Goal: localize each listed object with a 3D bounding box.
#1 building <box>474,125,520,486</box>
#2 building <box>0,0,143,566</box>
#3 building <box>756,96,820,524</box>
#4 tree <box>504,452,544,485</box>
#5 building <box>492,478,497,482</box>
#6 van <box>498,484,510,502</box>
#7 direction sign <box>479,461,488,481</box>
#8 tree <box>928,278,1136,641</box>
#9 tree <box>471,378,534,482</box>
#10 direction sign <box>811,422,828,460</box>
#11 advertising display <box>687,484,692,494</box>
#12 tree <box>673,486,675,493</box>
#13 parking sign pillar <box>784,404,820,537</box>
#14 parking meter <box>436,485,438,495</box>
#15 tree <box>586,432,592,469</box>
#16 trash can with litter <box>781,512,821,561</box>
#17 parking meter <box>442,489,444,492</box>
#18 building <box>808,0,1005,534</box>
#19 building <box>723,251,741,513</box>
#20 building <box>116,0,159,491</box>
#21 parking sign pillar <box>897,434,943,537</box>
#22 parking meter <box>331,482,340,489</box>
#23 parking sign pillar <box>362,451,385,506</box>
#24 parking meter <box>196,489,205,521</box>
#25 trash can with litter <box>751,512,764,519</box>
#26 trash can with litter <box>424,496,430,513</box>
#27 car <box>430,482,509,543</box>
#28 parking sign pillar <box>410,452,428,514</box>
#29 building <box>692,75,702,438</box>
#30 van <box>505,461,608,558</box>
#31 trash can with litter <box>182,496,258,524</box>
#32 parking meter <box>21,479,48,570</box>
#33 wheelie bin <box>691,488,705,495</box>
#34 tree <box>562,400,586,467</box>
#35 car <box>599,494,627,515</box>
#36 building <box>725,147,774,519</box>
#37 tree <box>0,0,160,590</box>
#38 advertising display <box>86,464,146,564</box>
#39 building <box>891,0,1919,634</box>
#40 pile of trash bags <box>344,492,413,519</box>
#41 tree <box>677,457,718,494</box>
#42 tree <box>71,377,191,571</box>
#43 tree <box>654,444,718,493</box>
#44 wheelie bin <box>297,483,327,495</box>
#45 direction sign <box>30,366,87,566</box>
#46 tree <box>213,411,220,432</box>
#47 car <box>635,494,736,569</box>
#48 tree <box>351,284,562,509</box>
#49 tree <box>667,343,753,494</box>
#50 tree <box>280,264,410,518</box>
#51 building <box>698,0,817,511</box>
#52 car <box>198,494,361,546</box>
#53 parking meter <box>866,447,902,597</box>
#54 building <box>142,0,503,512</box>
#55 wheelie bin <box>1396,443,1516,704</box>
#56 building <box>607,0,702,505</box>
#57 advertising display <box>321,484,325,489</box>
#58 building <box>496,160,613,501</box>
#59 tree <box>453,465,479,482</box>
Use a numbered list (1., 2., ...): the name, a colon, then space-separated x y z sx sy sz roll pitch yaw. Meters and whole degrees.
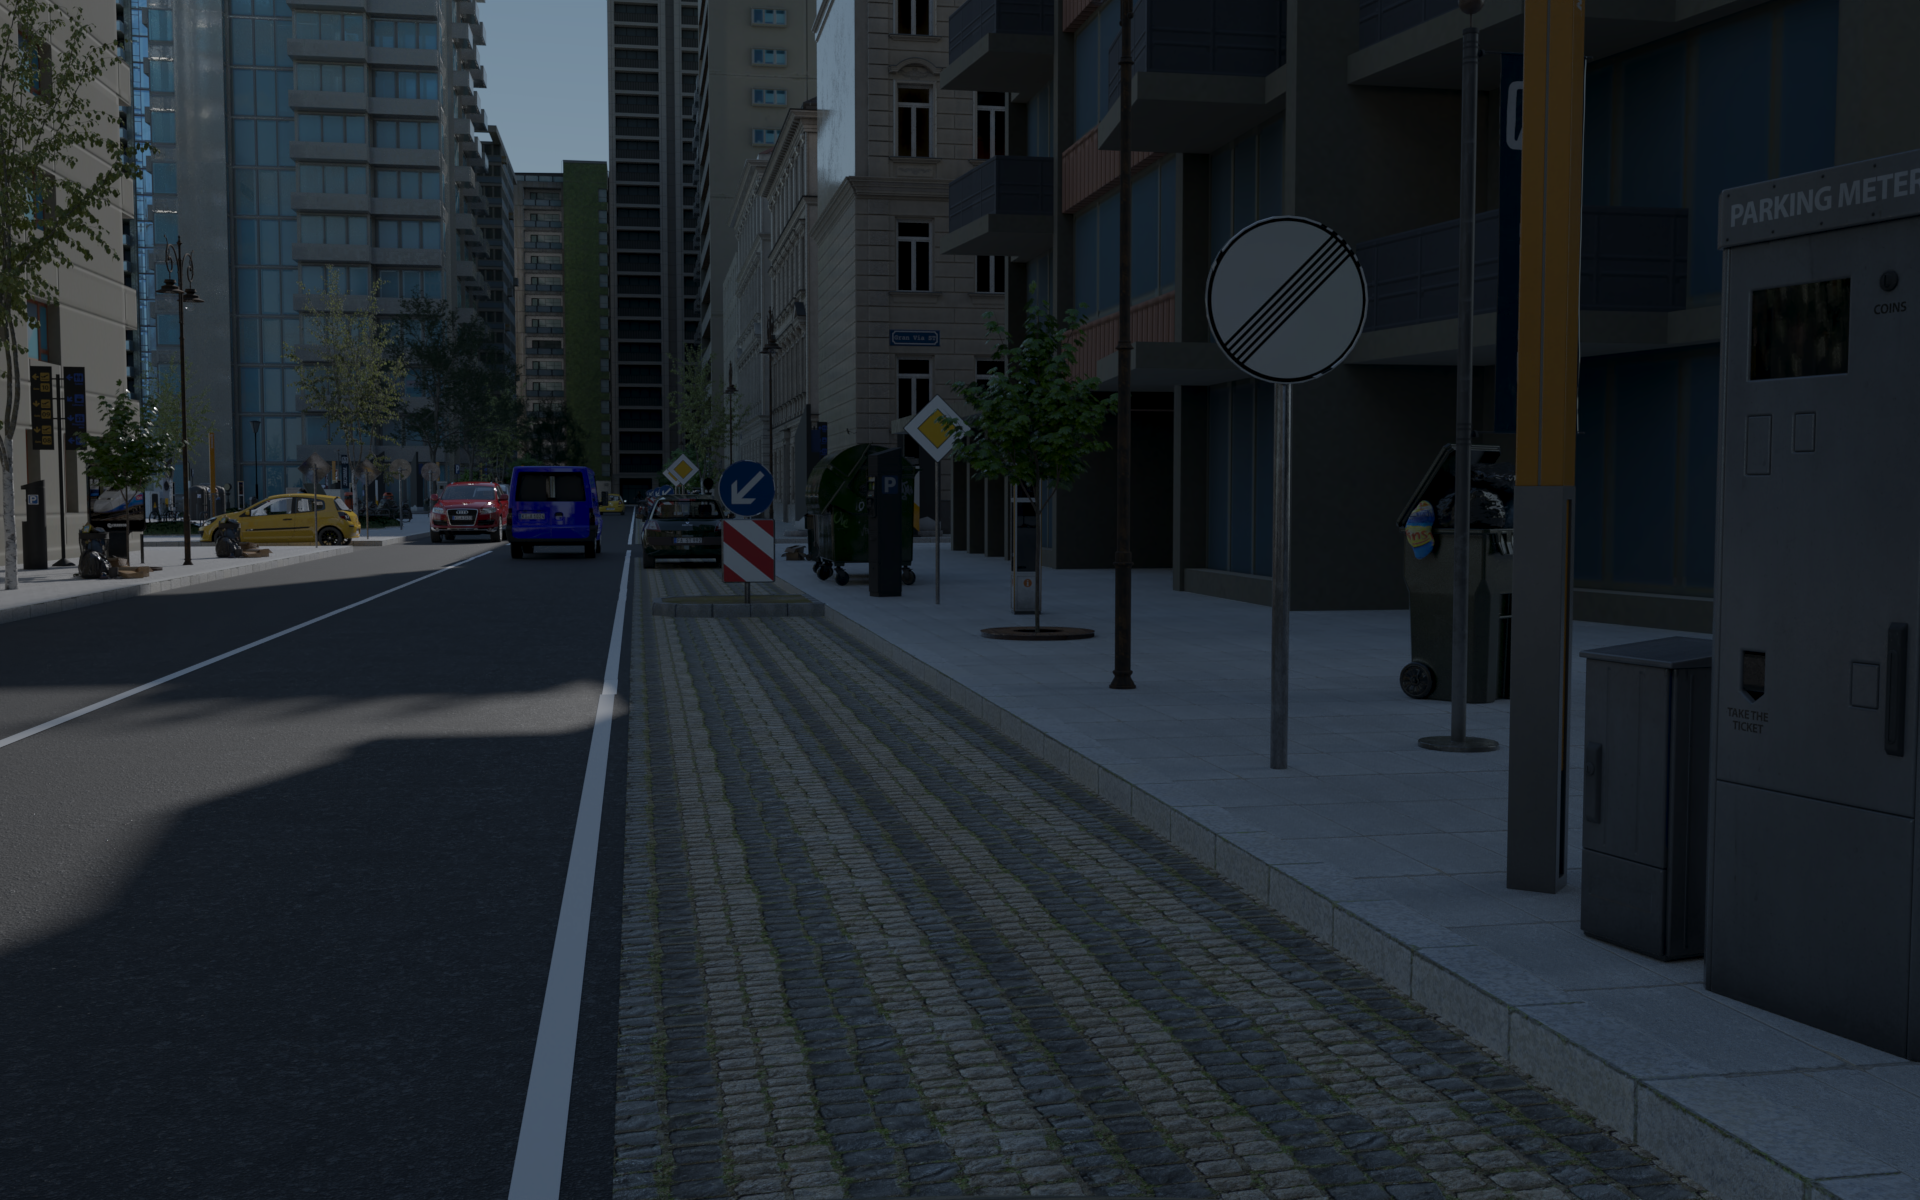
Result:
1. building: -57.515 -29.608 175.976 23.993 40.220 32.217 -1 4 -11
2. building: -30.363 -10.871 22.778 28.899 21.520 27.650 -1 4 -11
3. building: -3.201 -13.061 78.178 10.561 19.102 19.286 -1 4 -11
4. tree: -35.760 -9.721 142.644 4.285 4.588 4.351 0 3 0
5. building: -64.078 -26.909 211.659 14.107 30.474 14.160 -1 4 -11
6. van: -18.804 -3.830 69.626 2.013 2.044 4.112 -1 4 -11
7. direction sign: -32.740 -7.769 119.022 0.876 3.537 0.379 3 4 38
8. tree: 0.689 -1.289 15.681 1.663 3.219 1.824 0 3 0
9. tree: -28.058 -9.493 105.578 4.737 8.622 4.395 0 3 0
10. direction sign: -4.548 -3.801 54.151 0.876 3.537 0.379 -2 4 -27
11. advertising display: -15.698 -5.949 102.478 0.974 1.923 0.123 1 4 17
12. tree: -28.083 -10.860 172.166 1.663 3.219 1.824 0 3 0
13. parking sign pillar: -4.638 -3.921 52.586 1.447 3.967 1.447 -1 4 -21
14. parking meter: -32.750 -6.284 108.456 0.255 1.863 0.399 0 4 -1
15. tree: -38.055 -13.786 159.811 8.767 10.594 7.601 0 4 -6
16. trash can with litter: -2.937 -1.342 33.336 1.055 1.170 0.624 1 4 18
17. parking meter: -22.535 -4.140 76.094 0.372 1.533 0.369 0 3 0
18. building: 7.546 -16.177 61.750 25.104 27.353 12.463 -1 4 -11
19. building: -10.418 -16.088 117.782 10.420 20.320 16.860 -1 4 -11
20. building: -85.352 -52.670 173.821 31.000 86.520 22.319 -1 4 -11
21. parking sign pillar: -1.239 -3.912 52.429 1.447 3.967 1.447 0 4 4
22. parking meter: -31.291 -4.960 86.807 0.399 1.863 0.255 2 4 35
23. parking sign pillar: -36.336 -7.270 107.334 1.447 3.967 1.447 -2 4 -35
24. parking meter: -36.525 -4.580 83.300 0.372 1.533 0.369 0 3 0
25. trash can with litter: -8.104 -3.356 65.931 2.233 1.210 1.678 -2 4 -27
26. trash can with litter: -35.604 -6.447 116.794 1.055 1.170 0.624 -1 4 -18
27. car: -14.905 -2.707 52.930 2.281 1.827 5.304 -1 4 -9
28. parking sign pillar: -34.697 -7.469 110.589 1.447 3.967 1.447 -2 4 -35
29. building: -16.764 -34.502 183.720 23.786 49.044 30.456 -1 4 -11
30. van: -9.374 -2.198 40.321 2.240 2.365 5.245 -1 4 -10
31. trash can with litter: -26.216 -3.111 61.919 1.678 1.210 2.233 2 4 34
32. parking meter: -15.760 -1.289 29.482 0.372 1.533 0.369 0 3 0
33. wheelie bin: -12.921 -4.765 85.821 0.980 1.594 0.693 2 4 27
34. tree: -26.037 -9.696 92.945 8.767 10.594 7.601 3 5 42
35. car: -23.760 -6.598 118.093 2.015 1.641 3.980 -1 4 -9
36. building: -6.974 -16.070 98.898 11.583 22.565 21.152 -1 4 -11
37. tree: -12.972 -4.439 22.936 4.737 8.622 4.395 0 3 0
38. advertising display: -15.415 -1.617 31.655 0.974 1.923 0.123 -3 5 -41
39. building: 11.545 -22.806 27.510 22.147 44.769 28.867 -1 4 -11
40. pile of trash bags: -29.934 -4.826 88.655 1.912 1.369 3.447 3 5 43
41. tree: -14.852 -6.361 98.598 1.663 3.219 1.824 0 3 0
42. tree: -14.010 -2.100 28.943 1.663 3.219 1.824 0 3 0
43. tree: -16.617 -7.524 106.727 4.285 4.588 4.351 0 3 0
44. wheelie bin: -18.097 -2.473 48.336 0.693 1.594 0.980 2 4 24
45. direction sign: -15.977 -2.371 30.770 0.876 3.537 0.379 -1 4 -17
46. tree: -41.004 -8.549 90.142 4.737 8.622 4.395 0 3 0
47. car: -5.466 -1.516 34.575 2.009 1.686 4.222 -1 4 -10
48. tree: -23.990 -8.777 77.918 8.767 10.594 7.601 3 4 36
49. tree: -12.376 -8.163 83.824 4.737 8.622 4.395 0 3 0
50. tree: -19.368 -6.412 55.191 4.360 8.622 3.978 0 3 0
51. building: -10.495 -31.832 144.151 21.300 48.544 21.600 -1 4 -11
52. car: -17.982 -2.176 45.808 3.980 1.641 2.015 -1 4 -10
53. parking meter: -0.947 -0.975 21.649 0.399 1.863 0.255 -2 4 -30
54. building: -48.661 -31.481 134.326 23.786 49.044 30.456 -1 4 -11
55. wheelie bin: 3.217 -0.182 10.879 0.980 1.594 0.693 -3 5 -43
56. building: -33.699 -47.754 219.021 20.611 71.187 20.563 -1 4 -11
57. advertising display: -41.411 -6.516 111.751 0.974 1.923 0.123 -3 4 -36
58. building: -50.261 -32.448 214.126 14.086 41.232 14.154 -1 4 -11
59. tree: -34.001 -7.687 120.288 1.663 3.219 1.824 0 3 0
